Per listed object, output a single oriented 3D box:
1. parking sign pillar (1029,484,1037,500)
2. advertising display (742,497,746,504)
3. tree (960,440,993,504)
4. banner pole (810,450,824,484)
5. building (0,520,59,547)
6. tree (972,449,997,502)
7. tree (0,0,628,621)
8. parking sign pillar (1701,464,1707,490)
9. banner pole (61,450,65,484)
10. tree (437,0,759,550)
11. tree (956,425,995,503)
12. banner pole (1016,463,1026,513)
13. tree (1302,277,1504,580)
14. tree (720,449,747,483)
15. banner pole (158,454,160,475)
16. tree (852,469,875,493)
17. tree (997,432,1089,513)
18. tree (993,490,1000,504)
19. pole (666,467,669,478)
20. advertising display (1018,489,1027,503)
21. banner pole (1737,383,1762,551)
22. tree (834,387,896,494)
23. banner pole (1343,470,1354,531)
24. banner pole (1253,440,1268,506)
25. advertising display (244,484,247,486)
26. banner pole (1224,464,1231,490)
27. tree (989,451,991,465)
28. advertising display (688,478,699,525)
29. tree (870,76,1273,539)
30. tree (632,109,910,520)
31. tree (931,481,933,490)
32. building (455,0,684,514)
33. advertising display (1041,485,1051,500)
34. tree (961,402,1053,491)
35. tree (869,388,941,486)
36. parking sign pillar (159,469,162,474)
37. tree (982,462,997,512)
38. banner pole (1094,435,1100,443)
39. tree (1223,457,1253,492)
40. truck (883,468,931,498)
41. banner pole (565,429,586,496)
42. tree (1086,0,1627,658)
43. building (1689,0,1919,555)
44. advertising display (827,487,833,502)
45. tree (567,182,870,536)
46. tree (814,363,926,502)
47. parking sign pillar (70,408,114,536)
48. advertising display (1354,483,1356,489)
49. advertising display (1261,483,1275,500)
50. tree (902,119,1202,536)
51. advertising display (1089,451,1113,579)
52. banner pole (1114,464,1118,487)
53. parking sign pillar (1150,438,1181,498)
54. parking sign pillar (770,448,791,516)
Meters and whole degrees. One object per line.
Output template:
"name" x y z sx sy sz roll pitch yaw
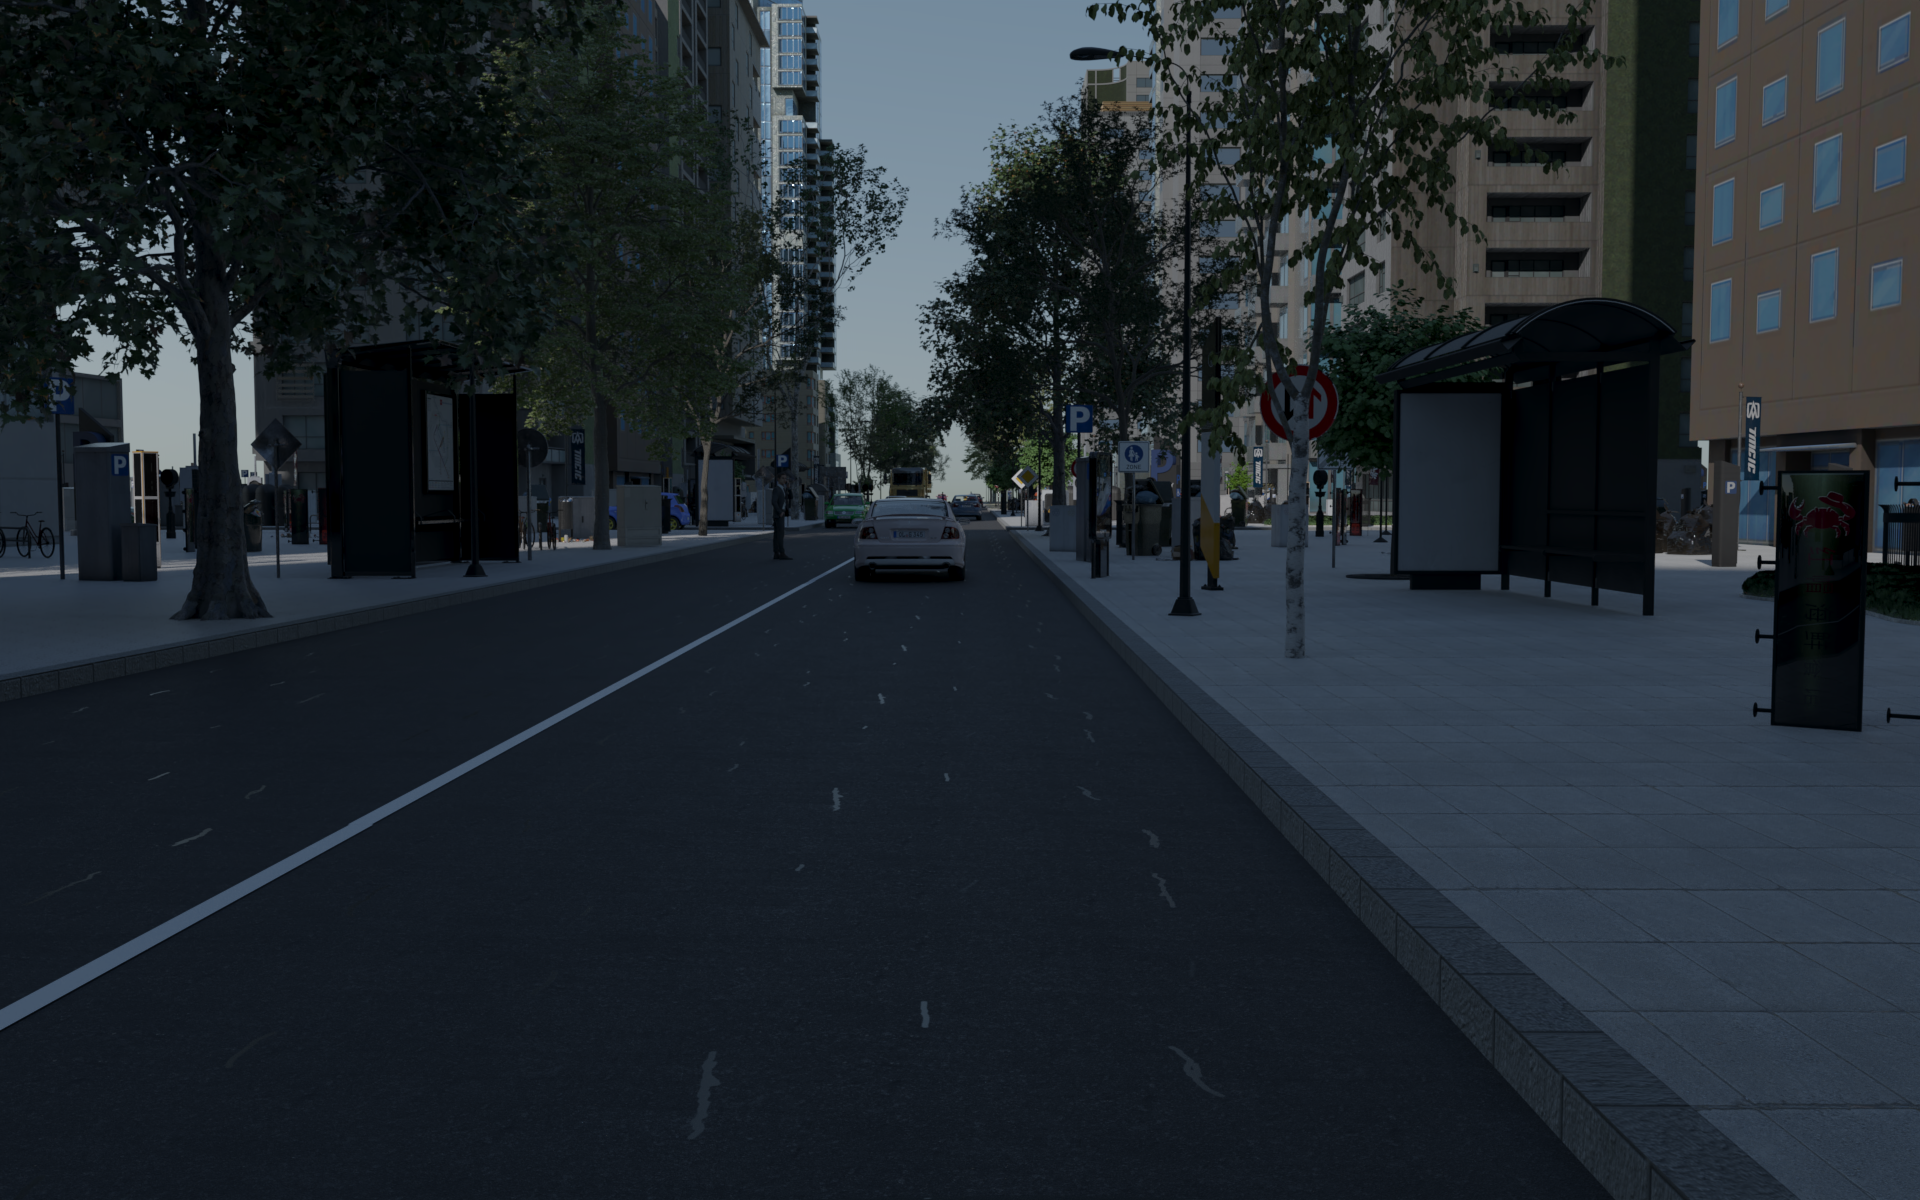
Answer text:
"parking sign pillar" 4.993 -7.585 112.482 1.447 3.967 1.447 1 4 10
"advertising display" -17.803 -8.380 142.227 0.123 1.923 0.974 -3 5 -43
"tree" 3.942 -18.969 228.265 7.486 12.596 7.792 0 3 0
"banner pole" -8.312 -6.660 98.905 0.863 3.779 0.401 -3 5 -44
"building" -35.391 -27.081 32.006 27.495 52.752 28.713 0 4 0
"tree" 5.687 -21.614 279.141 9.928 11.665 9.643 0 3 0
"tree" -7.767 -6.164 17.791 9.611 12.733 9.660 0 3 0
"parking sign pillar" 52.691 -8.272 123.720 1.447 3.967 1.447 -2 4 -25
"banner pole" -50.859 -6.610 98.094 0.401 3.779 0.863 0 4 1
"tree" -8.697 -7.442 39.801 7.486 12.596 7.792 0 3 0
"tree" 4.626 -23.750 244.199 12.611 20.169 13.585 0 3 0
"banner pole" 3.978 -7.627 114.716 0.863 3.779 0.401 0 4 -4
"tree" 6.579 -2.608 26.350 4.285 4.588 4.351 0 3 0
"tree" -17.142 -8.666 125.396 4.285 4.588 4.351 0 3 0
"banner pole" -50.702 -7.286 109.146 0.401 3.779 0.863 3 5 43
"tree" -7.421 -8.284 130.040 1.663 3.219 1.824 0 3 0
"tree" 3.986 -5.606 75.364 4.285 4.588 4.351 0 3 0
"tree" 4.820 -14.633 233.842 1.663 3.219 1.824 0 3 0
"pole" -22.361 -8.472 132.353 0.158 3.312 0.155 0 3 0
"advertising display" 4.961 -8.053 136.878 0.974 1.923 0.123 -3 4 -38
"banner pole" 17.771 -3.004 39.129 0.863 3.779 0.401 -1 4 -23
"tree" -6.701 -10.232 117.655 4.360 8.622 3.978 0 3 0
"banner pole" 13.459 -4.265 59.744 0.401 3.779 0.863 -1 4 -13
"banner pole" 13.928 -5.505 80.027 0.863 3.779 0.401 1 4 23
"advertising display" -44.105 -6.181 106.281 0.974 1.923 0.123 2 4 26
"banner pole" 22.052 -9.324 142.466 0.401 3.779 0.863 -3 4 -38
"tree" 4.936 -15.194 198.783 4.360 8.622 3.978 0 3 0
"advertising display" -10.970 -4.054 71.494 0.123 1.923 0.974 1 4 17
"tree" 3.608 -6.396 38.984 7.601 10.594 8.767 2 4 30
"tree" -9.655 -14.131 86.923 12.611 20.169 13.585 0 3 0
"tree" -6.194 -18.992 294.233 4.285 4.588 4.351 0 3 0
"building" -29.584 -27.497 133.177 14.154 41.232 14.086 0 4 0
"advertising display" 4.513 -5.298 91.834 0.123 1.923 0.974 -2 4 -31
"tree" 4.634 -15.279 160.188 12.009 13.543 11.850 0 3 0
"tree" -6.606 -18.202 204.260 9.857 13.997 8.962 0 3 0
"parking sign pillar" -61.742 -8.838 132.972 1.447 3.967 1.447 1 4 15
"tree" 4.290 -8.318 119.707 4.285 4.588 4.351 0 3 0
"banner pole" 5.854 -5.050 72.579 0.863 3.779 0.401 1 4 18
"tree" 14.095 -5.694 87.703 1.663 3.219 1.824 0 3 0
"truck" -3.653 -8.117 128.640 3.469 3.379 9.791 0 4 2
"banner pole" -13.035 -4.183 58.412 0.863 3.779 0.401 -1 4 -11
"tree" 2.802 -3.861 13.498 4.737 8.622 4.395 0 3 0
"building" 26.321 -23.717 37.885 14.600 45.320 14.200 0 4 0
"advertising display" -8.376 -6.490 111.324 0.123 1.923 0.974 -1 4 -23
"tree" -7.842 -7.226 52.557 8.767 10.594 7.601 -1 4 -14
"tree" -7.539 -13.036 138.898 9.928 11.665 9.643 0 3 0
"parking sign pillar" -26.867 -3.992 53.749 1.447 3.967 1.447 1 4 21
"advertising display" 23.086 -5.824 100.437 0.974 1.923 0.123 -2 4 -34
"advertising display" 17.912 -5.847 100.817 0.974 1.923 0.123 -2 4 -30
"tree" 2.920 -8.287 52.498 9.611 12.733 9.660 0 3 0
"advertising display" 2.161 -1.309 26.615 0.123 1.923 0.974 1 4 19
"banner pole" 12.298 -8.981 136.863 0.401 3.779 0.863 2 4 29
"parking sign pillar" 8.938 -5.315 75.375 1.447 3.967 1.447 3 4 36
"parking sign pillar" -10.362 -6.871 100.807 1.447 3.967 1.447 2 4 23
